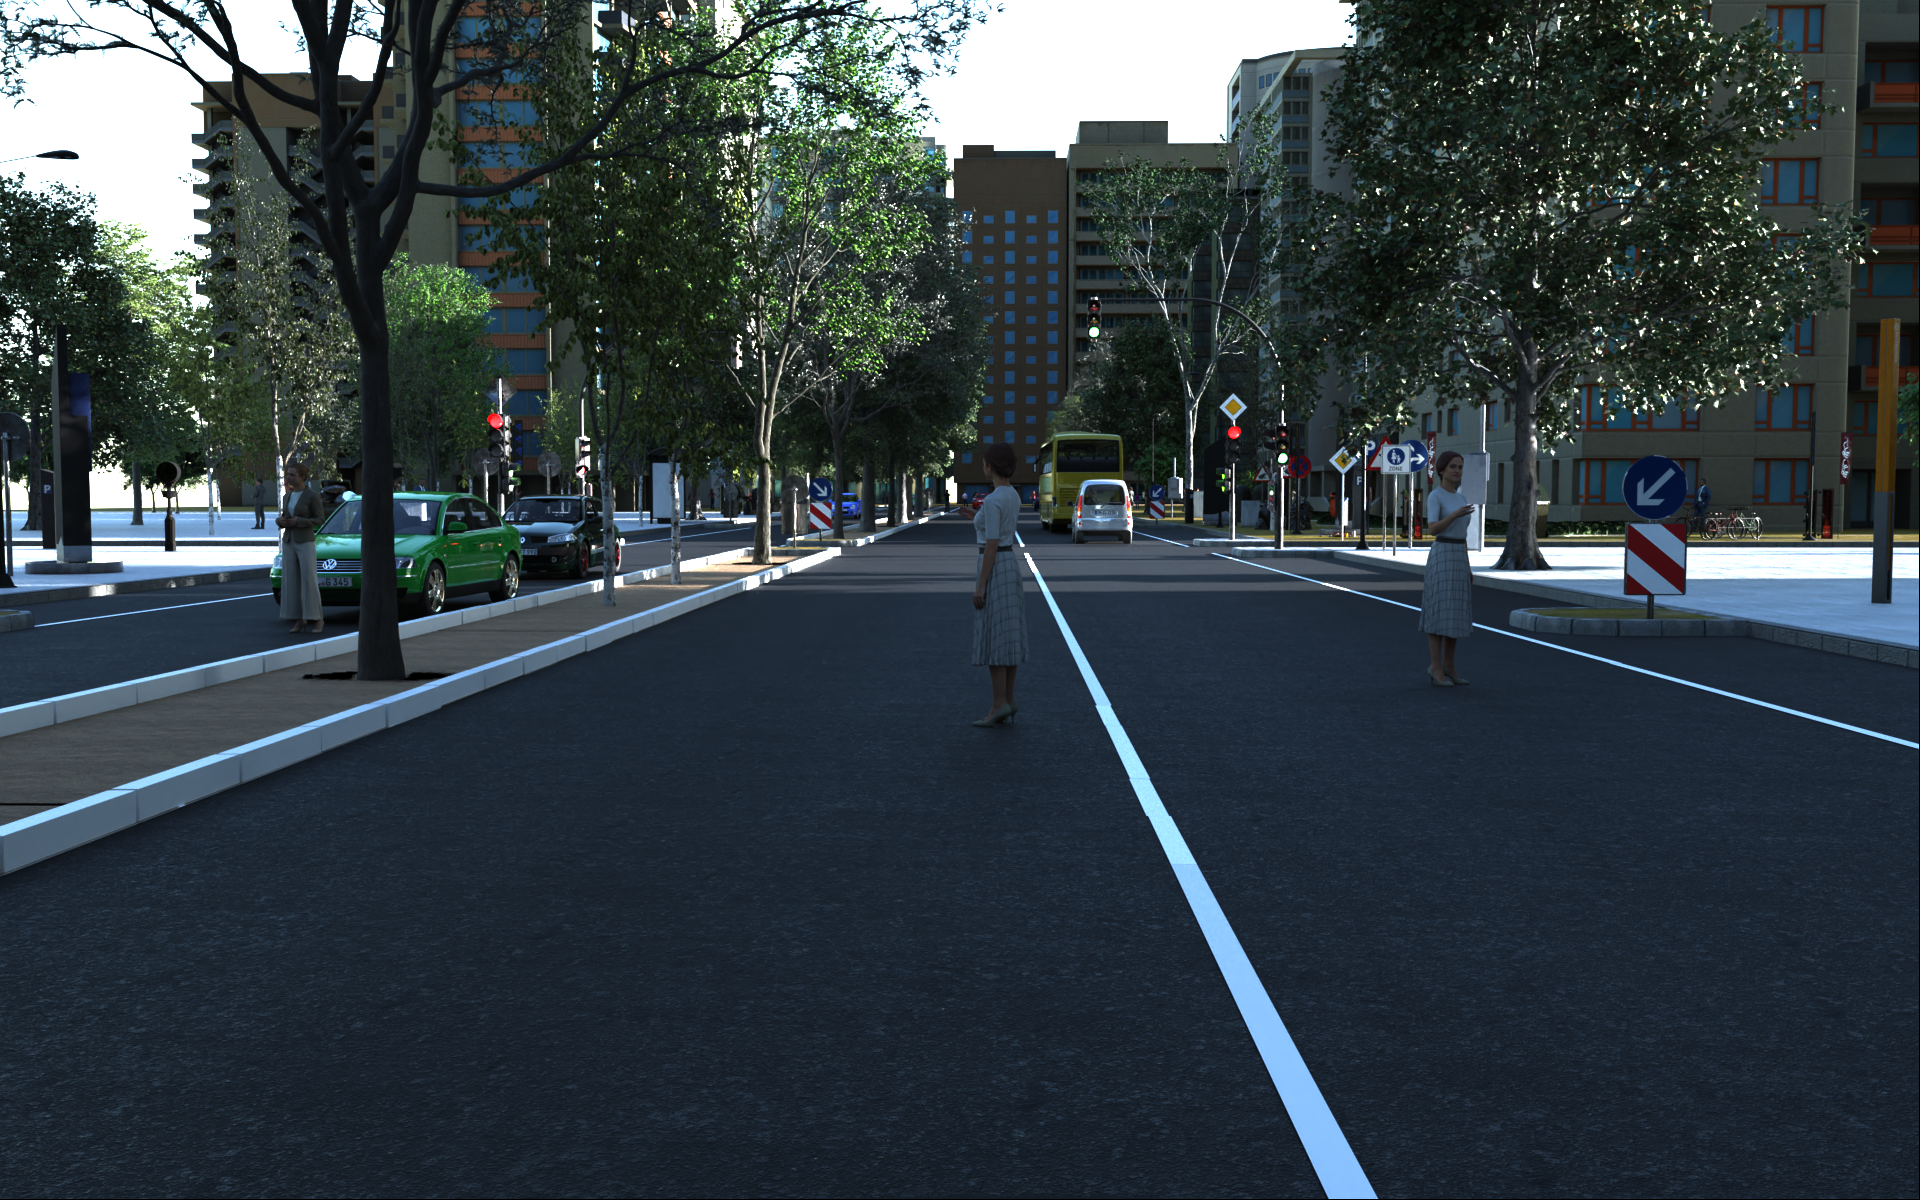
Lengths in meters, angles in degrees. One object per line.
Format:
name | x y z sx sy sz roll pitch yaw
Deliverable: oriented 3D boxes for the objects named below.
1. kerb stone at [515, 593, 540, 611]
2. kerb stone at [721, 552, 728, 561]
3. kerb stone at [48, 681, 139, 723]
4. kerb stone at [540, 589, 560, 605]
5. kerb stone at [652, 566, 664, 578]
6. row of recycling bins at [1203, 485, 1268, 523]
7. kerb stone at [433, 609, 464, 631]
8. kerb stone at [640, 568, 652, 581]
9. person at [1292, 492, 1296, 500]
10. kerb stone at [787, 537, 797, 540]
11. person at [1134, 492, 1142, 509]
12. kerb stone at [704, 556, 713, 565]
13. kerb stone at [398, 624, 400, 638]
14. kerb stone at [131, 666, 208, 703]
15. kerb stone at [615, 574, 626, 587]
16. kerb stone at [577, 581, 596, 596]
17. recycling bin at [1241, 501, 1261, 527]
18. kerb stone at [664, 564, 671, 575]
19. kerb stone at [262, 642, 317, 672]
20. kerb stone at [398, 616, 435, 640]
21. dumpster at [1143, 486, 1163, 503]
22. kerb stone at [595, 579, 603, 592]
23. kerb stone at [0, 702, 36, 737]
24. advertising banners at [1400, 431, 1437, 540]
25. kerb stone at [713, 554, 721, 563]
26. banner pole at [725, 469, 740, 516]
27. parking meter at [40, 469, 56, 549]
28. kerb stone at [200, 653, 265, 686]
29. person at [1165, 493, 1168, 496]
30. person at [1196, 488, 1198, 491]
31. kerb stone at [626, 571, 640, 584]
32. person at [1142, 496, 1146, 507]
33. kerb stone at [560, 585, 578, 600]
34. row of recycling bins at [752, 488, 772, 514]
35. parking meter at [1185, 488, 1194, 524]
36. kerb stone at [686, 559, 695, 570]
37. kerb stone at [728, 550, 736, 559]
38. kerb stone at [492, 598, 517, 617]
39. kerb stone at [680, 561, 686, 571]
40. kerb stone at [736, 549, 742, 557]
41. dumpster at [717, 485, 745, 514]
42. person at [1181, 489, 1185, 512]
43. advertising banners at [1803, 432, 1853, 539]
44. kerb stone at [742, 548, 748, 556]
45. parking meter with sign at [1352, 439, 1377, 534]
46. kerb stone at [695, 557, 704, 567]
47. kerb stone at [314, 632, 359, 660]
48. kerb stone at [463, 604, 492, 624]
kerb stone | -5.435 0.044 21.475 0.120 0.150 1.000 0 4 1
kerb stone | -5.120 -0.892 36.854 0.120 0.150 1.000 0 4 1
kerb stone | -5.651 0.670 11.236 0.120 0.150 1.000 0 4 1
kerb stone | -5.410 -0.019 22.501 0.120 0.150 1.000 0 4 1
kerb stone | -5.273 -0.454 29.665 0.120 0.150 1.000 0 4 1
row of recycling bins | 12.502 -4.369 78.545 3.534 1.692 1.069 3 5 45
kerb stone | -5.509 0.232 18.403 0.120 0.150 1.000 0 4 1
kerb stone | -5.290 -0.394 28.643 0.120 0.150 1.000 0 4 1
person | 24.115 -7.346 126.150 1.348 1.824 0.705 1 4 9
kerb stone | -4.851 -1.679 49.645 0.120 0.150 1.000 0 4 1
person | 15.308 -8.595 149.798 0.991 1.433 0.599 3 4 36
kerb stone | -5.160 -0.771 34.798 0.120 0.150 1.000 0 4 1
kerb stone | -5.548 0.357 16.357 0.120 0.150 1.000 0 4 1
kerb stone | -5.632 0.608 12.258 0.120 0.150 1.000 0 4 1
kerb stone | -5.332 -0.269 26.599 0.120 0.150 1.000 0 4 1
kerb stone | -5.376 -0.143 24.554 0.120 0.150 1.000 0 4 1
recycling bin | 11.319 -3.353 67.378 0.722 1.027 0.722 1 4 12
kerb stone | -5.251 -0.520 30.692 0.120 0.150 1.000 0 4 1
kerb stone | -5.587 0.483 14.306 0.120 0.150 1.000 0 4 1
kerb stone | -5.519 0.294 17.381 0.120 0.150 1.000 0 4 1
dumpster | 13.257 -7.054 117.818 1.502 2.255 1.985 0 4 1
kerb stone | -5.355 -0.207 25.576 0.120 0.150 1.000 0 4 1
kerb stone | -5.673 0.733 10.206 0.120 0.150 1.000 0 4 1
advertising banners | 12.982 -3.233 49.045 0.090 3.025 2.074 -1 4 -11
kerb stone | -5.144 -0.827 35.826 0.120 0.150 1.000 0 4 1
banner pole | -13.478 -6.879 102.482 0.863 3.779 0.401 0 4 -7
parking meter | -21.310 -2.136 40.642 0.399 1.863 0.255 0 4 7
kerb stone | -5.618 0.545 13.280 0.120 0.150 1.000 0 4 1
person | 20.027 -10.088 171.080 1.348 1.812 0.705 1 4 15
person | 17.610 -7.457 128.886 0.530 1.710 0.541 1 4 18
kerb stone | -5.304 -0.332 27.621 0.120 0.150 1.000 0 4 1
person | 18.939 -10.408 176.933 0.721 1.735 1.217 3 5 42
kerb stone | -5.398 -0.074 23.523 0.120 0.150 1.000 0 4 1
row of recycling bins | -12.707 -6.379 111.408 1.069 1.692 3.534 0 4 3
parking meter | 10.008 -4.105 75.530 0.372 1.533 0.369 0 3 0
kerb stone | -5.198 -0.645 32.749 0.120 0.150 1.000 0 4 1
kerb stone | -5.098 -0.959 37.878 0.120 0.150 1.000 0 4 1
kerb stone | -5.459 0.115 20.446 0.120 0.150 1.000 0 4 1
kerb stone | -5.223 -0.580 31.716 0.120 0.150 1.000 0 4 1
kerb stone | -5.078 -1.022 38.907 0.120 0.150 1.000 0 4 1
dumpster | -14.498 -6.549 109.565 1.502 2.255 1.985 0 4 1
person | 16.509 -7.322 126.562 0.445 1.727 0.742 2 4 30
advertising banners | 24.938 -3.277 49.762 0.090 3.025 2.074 0 4 -8
kerb stone | -5.060 -1.083 39.936 0.120 0.150 1.000 0 4 1
parking meter with sign | 12.769 -3.655 56.022 0.543 3.016 1.738 -1 4 -18
kerb stone | -5.182 -0.708 33.771 0.120 0.150 1.000 0 4 1
kerb stone | -5.563 0.421 15.335 0.120 0.150 1.000 0 4 1
kerb stone | -5.481 0.169 19.424 0.120 0.150 1.000 0 4 1
